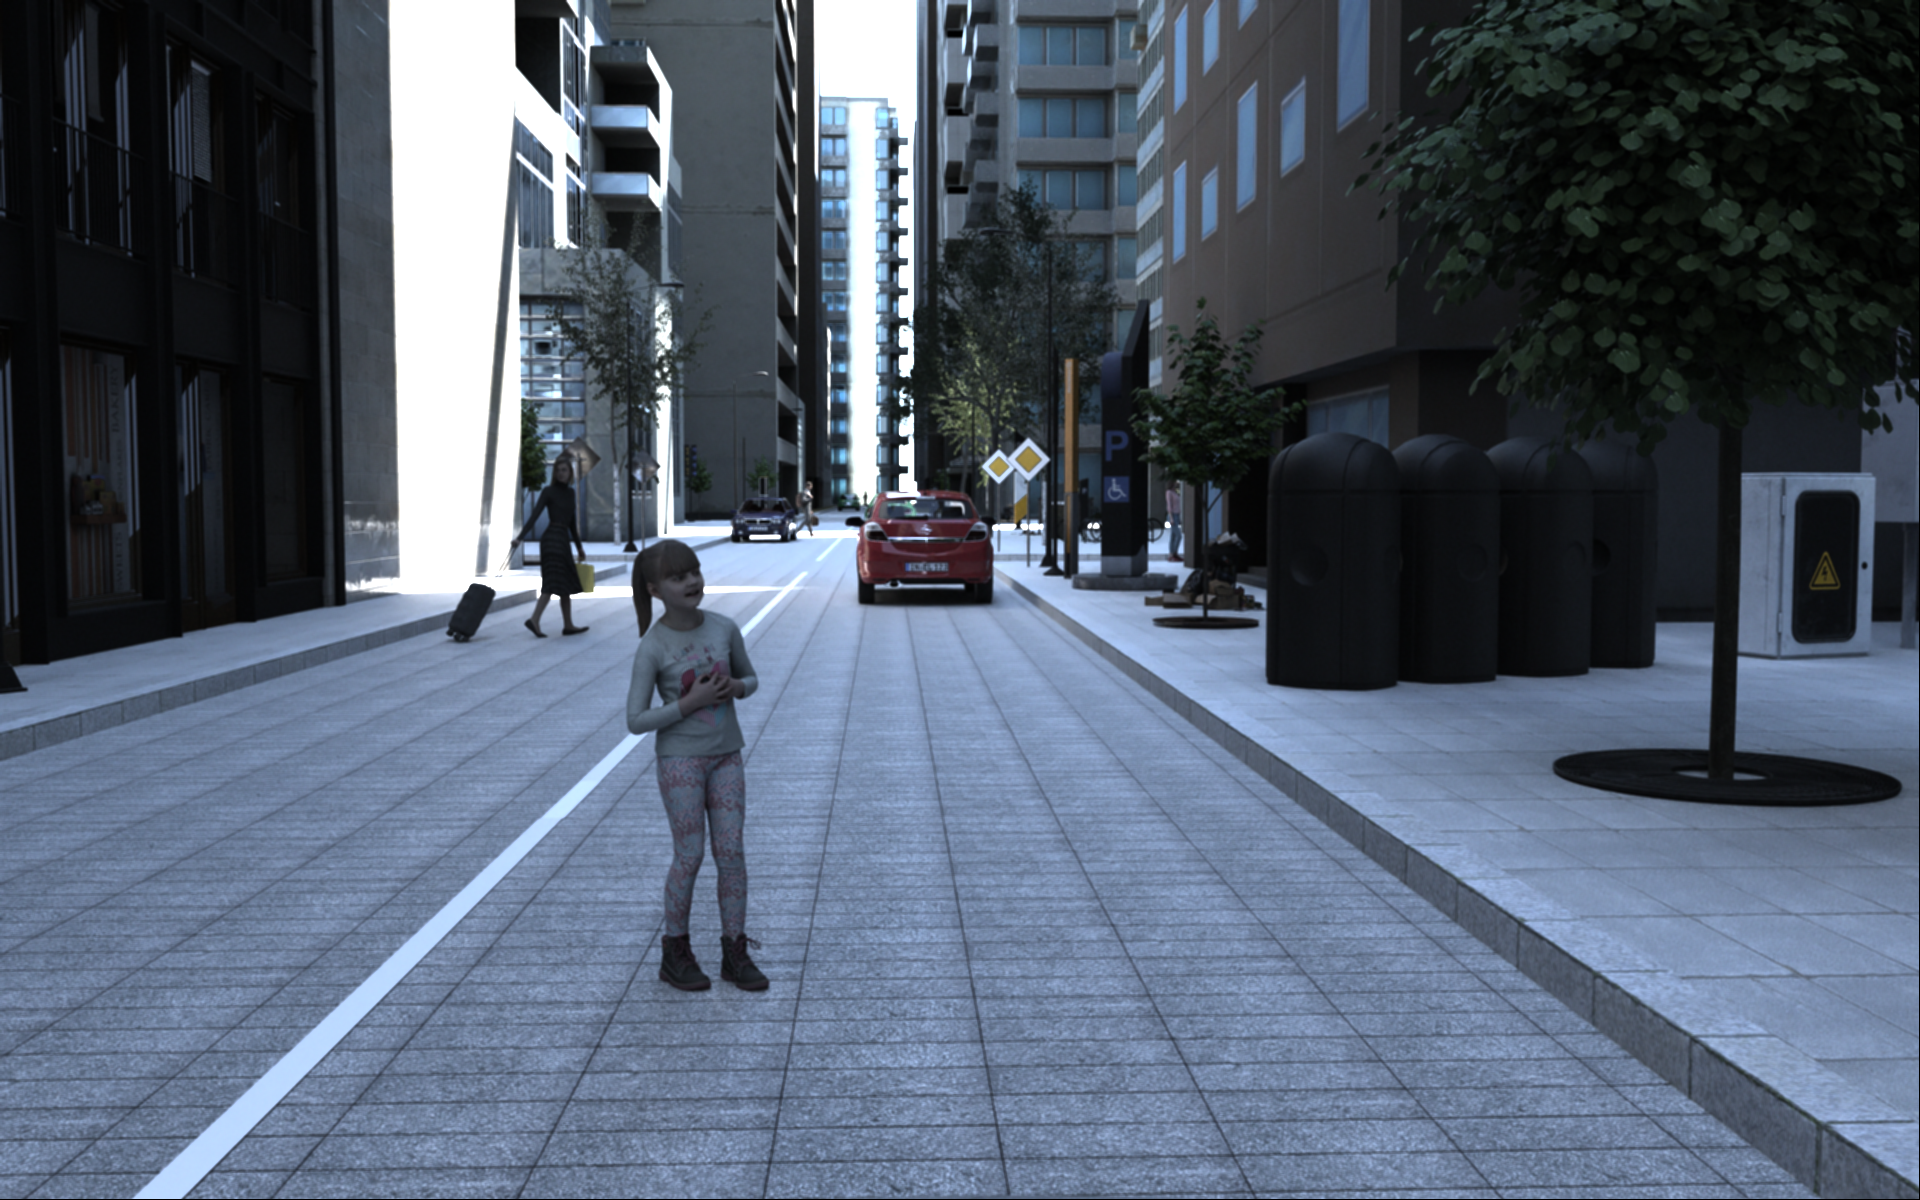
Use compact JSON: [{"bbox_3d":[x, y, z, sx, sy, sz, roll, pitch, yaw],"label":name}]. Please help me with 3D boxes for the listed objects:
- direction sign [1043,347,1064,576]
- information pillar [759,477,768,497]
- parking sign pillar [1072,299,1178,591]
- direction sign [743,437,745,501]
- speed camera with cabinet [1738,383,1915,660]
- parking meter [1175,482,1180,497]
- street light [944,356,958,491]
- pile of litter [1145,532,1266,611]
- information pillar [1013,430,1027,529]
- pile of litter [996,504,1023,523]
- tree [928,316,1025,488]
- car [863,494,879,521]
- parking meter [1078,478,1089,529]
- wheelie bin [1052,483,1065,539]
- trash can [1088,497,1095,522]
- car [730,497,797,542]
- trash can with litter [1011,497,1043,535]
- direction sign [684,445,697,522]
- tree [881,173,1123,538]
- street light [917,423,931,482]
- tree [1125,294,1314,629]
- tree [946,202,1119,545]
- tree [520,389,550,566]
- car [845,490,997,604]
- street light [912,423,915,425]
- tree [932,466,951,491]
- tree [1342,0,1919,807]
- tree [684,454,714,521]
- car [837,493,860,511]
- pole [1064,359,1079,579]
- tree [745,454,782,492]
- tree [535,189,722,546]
[{"bbox_3d":[1.501,-2.155,27.225,0.379,3.537,0.876,0,4,7],"label":"direction sign"},{"bbox_3d":[-8.415,-4.268,74.279,0.304,2.012,0.304,1,4,13],"label":"information pillar"},{"bbox_3d":[2.246,-2.142,23.496,1.447,3.967,1.447,1,4,16],"label":"parking sign pillar"},{"bbox_3d":[-8.652,-4.737,69.452,0.379,3.537,0.876,0,4,-4],"label":"direction sign"},{"bbox_3d":[7.158,-1.193,13.847,2.038,3.252,0.660,-1,4,-20],"label":"speed camera with cabinet"},{"bbox_3d":[9.082,-4.104,72.812,0.255,1.863,0.399,0,4,-8],"label":"parking meter"},{"bbox_3d":[-0.104,-5.181,57.248,1.470,5.913,1.316,0,4,-2],"label":"street light"},{"bbox_3d":[2.804,-0.345,19.612,1.176,0.858,1.719,-1,4,-23],"label":"pile of litter"},{"bbox_3d":[2.213,-4.390,63.127,0.504,3.616,0.183,-1,4,-11],"label":"information pillar"},{"bbox_3d":[2.105,-3.795,76.011,1.719,0.858,1.176,2,4,28],"label":"pile of litter"},{"bbox_3d":[0.900,-7.239,68.715,4.737,8.622,4.395,0,3,0],"label":"tree"},{"bbox_3d":[-2.529,-3.165,63.539,2.131,1.459,4.920,0,4,-1],"label":"car"},{"bbox_3d":[4.439,-3.494,62.842,0.399,1.863,0.255,-2,4,-25],"label":"parking meter"},{"bbox_3d":[2.874,-2.545,49.523,0.980,1.594,0.693,2,4,24],"label":"wheelie bin"},{"bbox_3d":[5.669,-4.037,77.659,0.748,1.137,0.748,0,3,0],"label":"trash can"},{"bbox_3d":[-5.927,-2.444,52.540,1.945,1.354,3.894,0,4,-1],"label":"car"},{"bbox_3d":[2.490,-2.650,54.390,1.678,1.210,2.233,-2,4,-35],"label":"trash can with litter"},{"bbox_3d":[-12.396,-5.363,79.676,0.379,3.537,0.876,2,4,30],"label":"direction sign"},{"bbox_3d":[1.134,-7.086,50.271,7.601,10.594,8.767,1,4,18],"label":"tree"},{"bbox_3d":[-1.263,-6.906,85.459,1.470,5.913,1.316,0,4,-2],"label":"street light"},{"bbox_3d":[2.352,-1.368,16.968,1.663,3.219,1.824,0,3,0],"label":"tree"},{"bbox_3d":[1.887,-5.664,42.969,4.360,8.622,3.978,0,3,0],"label":"tree"},{"bbox_3d":[-7.907,-2.253,31.434,1.663,3.219,1.824,0,3,0],"label":"tree"},{"bbox_3d":[-0.530,-0.925,24.171,2.155,1.783,4.494,0,4,-3],"label":"car"},{"bbox_3d":[-2.460,-8.620,113.483,1.470,5.913,1.316,0,4,-2],"label":"street light"},{"bbox_3d":[-1.034,-7.501,117.238,1.663,3.219,1.824,0,3,0],"label":"tree"},{"bbox_3d":[3.366,-1.469,7.726,4.285,4.588,4.351,0,3,0],"label":"tree"},{"bbox_3d":[-12.653,-5.420,83.213,1.663,3.219,1.824,0,3,0],"label":"tree"},{"bbox_3d":[-9.471,-8.496,147.707,1.959,1.807,4.718,0,4,-1],"label":"car"},{"bbox_3d":[1.687,-1.979,26.201,0.158,3.312,0.155,0,3,0],"label":"pole"},{"bbox_3d":[-9.508,-5.398,82.856,1.663,3.219,1.824,0,3,0],"label":"tree"},{"bbox_3d":[-8.267,-5.651,42.756,4.360,8.622,3.978,0,3,0],"label":"tree"}]
